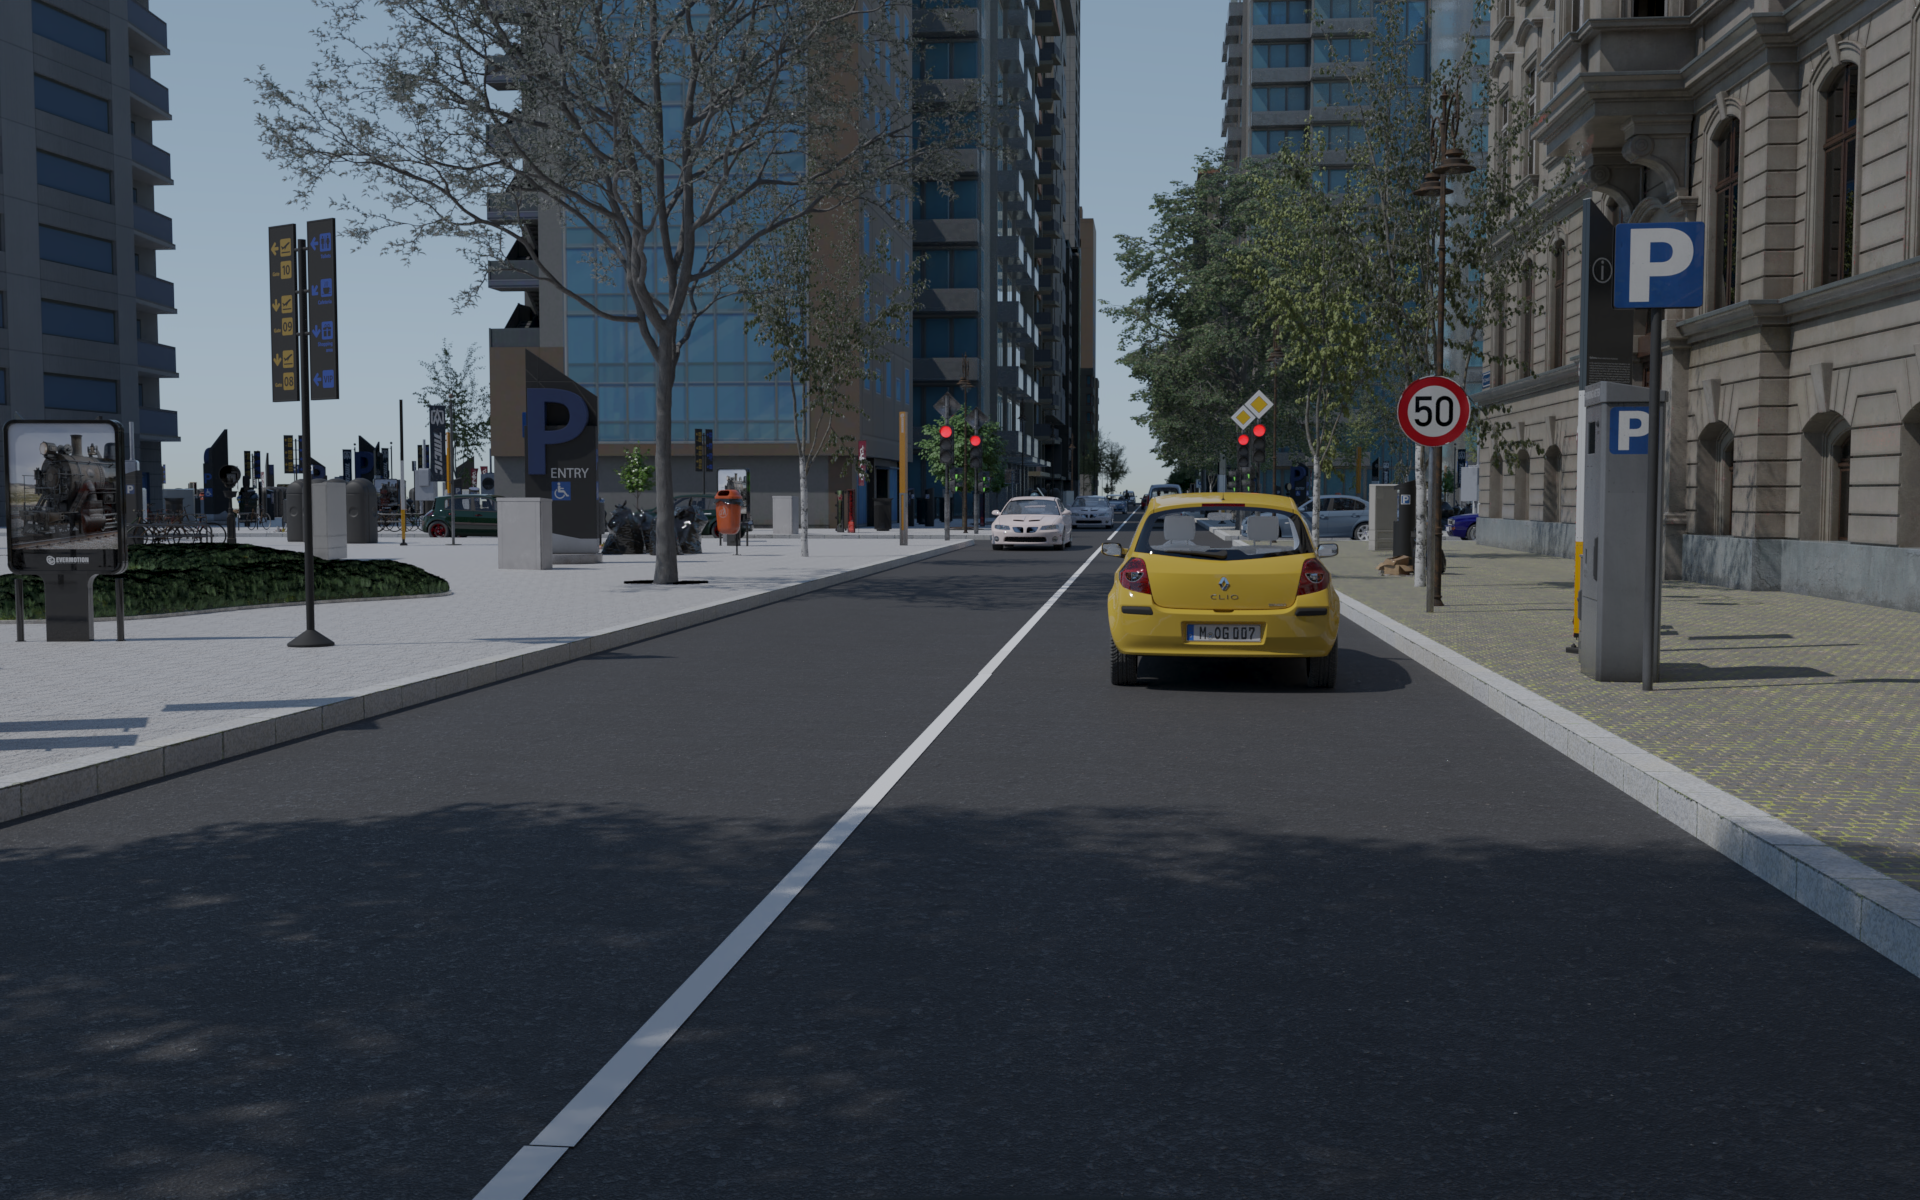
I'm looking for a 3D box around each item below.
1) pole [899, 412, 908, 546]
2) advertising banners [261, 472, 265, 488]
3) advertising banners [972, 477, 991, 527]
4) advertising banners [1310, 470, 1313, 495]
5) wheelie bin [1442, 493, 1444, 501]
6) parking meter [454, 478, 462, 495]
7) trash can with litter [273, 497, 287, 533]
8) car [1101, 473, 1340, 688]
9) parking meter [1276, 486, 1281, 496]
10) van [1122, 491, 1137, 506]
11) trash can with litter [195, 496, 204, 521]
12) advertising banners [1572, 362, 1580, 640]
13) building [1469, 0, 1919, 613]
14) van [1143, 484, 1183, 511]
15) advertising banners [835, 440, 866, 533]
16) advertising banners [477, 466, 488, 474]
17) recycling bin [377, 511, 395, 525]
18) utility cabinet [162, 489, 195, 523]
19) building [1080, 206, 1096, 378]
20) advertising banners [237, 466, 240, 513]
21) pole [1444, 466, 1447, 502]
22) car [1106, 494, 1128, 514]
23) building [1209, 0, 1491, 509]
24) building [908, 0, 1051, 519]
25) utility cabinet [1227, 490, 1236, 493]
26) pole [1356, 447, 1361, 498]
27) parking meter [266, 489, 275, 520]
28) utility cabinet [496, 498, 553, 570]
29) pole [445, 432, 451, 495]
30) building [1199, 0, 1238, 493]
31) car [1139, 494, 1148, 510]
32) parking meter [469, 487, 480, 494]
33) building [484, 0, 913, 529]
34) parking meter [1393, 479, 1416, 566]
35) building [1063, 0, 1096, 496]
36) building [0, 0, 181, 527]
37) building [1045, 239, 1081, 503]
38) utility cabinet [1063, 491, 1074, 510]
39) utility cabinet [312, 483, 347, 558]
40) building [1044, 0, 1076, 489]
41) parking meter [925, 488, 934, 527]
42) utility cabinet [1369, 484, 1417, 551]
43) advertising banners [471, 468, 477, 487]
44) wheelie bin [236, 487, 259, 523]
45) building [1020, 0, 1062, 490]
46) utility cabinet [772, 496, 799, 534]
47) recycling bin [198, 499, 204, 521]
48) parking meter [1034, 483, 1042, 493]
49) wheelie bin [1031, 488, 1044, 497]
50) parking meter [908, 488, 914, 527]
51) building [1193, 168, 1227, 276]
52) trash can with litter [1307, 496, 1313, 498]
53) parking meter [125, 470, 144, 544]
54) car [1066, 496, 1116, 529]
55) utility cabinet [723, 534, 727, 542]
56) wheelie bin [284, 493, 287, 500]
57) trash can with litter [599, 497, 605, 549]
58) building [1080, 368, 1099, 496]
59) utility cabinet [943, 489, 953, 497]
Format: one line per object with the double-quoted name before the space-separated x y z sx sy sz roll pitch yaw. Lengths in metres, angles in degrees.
"pole" -1.401 -3.009 43.044 0.158 3.312 0.155 0 3 0
"advertising banners" -53.720 -8.454 134.415 2.074 3.025 0.090 3 5 42
"advertising banners" 0.877 -4.401 68.145 0.090 3.025 2.074 -1 4 -20
"advertising banners" 25.295 -7.808 123.848 0.090 3.025 2.074 0 4 -3
"wheelie bin" 28.467 -5.850 103.555 0.980 1.594 0.693 -2 4 -32
"parking meter" -17.992 -3.432 61.830 0.399 1.863 0.255 -3 5 -42
"trash can with litter" -22.210 -2.905 58.553 2.233 1.210 1.678 -1 4 -15
"car" 2.148 -0.251 14.320 2.015 1.641 3.980 0 4 8
"parking meter" 21.403 -6.781 116.579 0.399 1.863 0.255 -1 4 -13
"van" 19.903 -12.079 204.510 2.013 2.044 4.112 0 4 4
"trash can with litter" -34.691 -4.169 79.221 2.233 1.210 1.678 1 4 9
"advertising banners" 5.596 -1.189 15.623 0.090 3.025 2.074 1 4 20
"building" 16.415 -12.656 26.005 14.460 24.649 34.723 0 4 6
"van" 8.782 -4.091 73.907 2.013 2.044 4.112 1 4 8
"advertising banners" -3.593 -3.722 57.048 0.090 3.025 2.074 -2 4 -32
"advertising banners" -28.832 -6.815 107.617 2.074 3.025 0.090 1 4 9
"recycling bin" -24.214 -3.691 72.903 0.722 1.027 0.722 -2 4 -30
"utility cabinet" -32.281 -3.847 71.578 1.173 1.500 0.318 -1 4 -15
"building" 14.278 -38.108 273.181 14.600 45.320 14.200 0 4 6
"advertising banners" -45.038 -6.855 108.264 0.090 3.025 2.074 -1 4 -15
"pole" 34.765 -7.963 124.032 0.158 3.312 0.155 0 3 0
"car" 11.196 -6.943 125.526 2.014 1.417 4.499 0 4 8
"building" 34.759 -32.742 154.944 23.786 49.044 30.456 0 4 6
"building" -6.999 -29.473 101.484 23.786 49.044 30.456 0 4 6
"utility cabinet" 14.268 -4.898 88.762 1.173 1.500 0.318 2 4 34
"pole" 17.128 -4.932 74.475 0.158 3.312 0.155 0 3 0
"parking meter" -33.836 -4.683 84.975 0.372 1.533 0.369 0 3 0
"utility cabinet" -7.414 -1.123 29.530 1.020 1.237 0.306 2 4 31
"pole" -16.808 -3.869 57.098 0.158 3.312 0.155 0 3 0
"building" 37.465 -53.314 184.359 22.319 86.520 31.000 0 4 6
"car" 17.635 -9.225 159.873 2.155 1.783 4.494 0 4 7
"parking meter" -17.062 -3.209 60.877 0.372 1.533 0.369 0 3 0
"building" -9.743 -25.669 69.796 14.600 45.320 14.200 0 4 6
"parking meter" 7.685 -1.317 29.952 0.372 1.533 0.369 0 3 0
"building" 7.433 -48.199 226.299 20.563 71.187 20.611 0 4 6
"building" -50.763 -32.507 73.490 28.212 58.520 21.231 0 4 6
"building" 6.259 -25.909 195.309 14.160 30.474 14.107 0 4 6
"utility cabinet" 7.621 -6.935 122.062 0.318 1.500 1.173 2 4 30
"utility cabinet" -12.245 -1.525 33.605 0.318 1.500 1.173 0 4 -3
"building" -3.274 -35.800 174.573 28.713 52.752 27.495 0 4 6
"parking meter" -1.206 -3.672 68.450 0.372 1.533 0.369 0 3 0
"utility cabinet" 9.802 -1.851 38.942 1.173 1.500 0.318 -1 4 -15
"advertising banners" -33.372 -7.346 116.294 2.074 3.025 0.090 -1 4 -12
"wheelie bin" -31.827 -4.257 77.503 0.693 1.594 0.980 3 4 38
"building" -2.917 -30.083 146.479 22.147 44.769 28.867 0 4 6
"utility cabinet" -5.595 -2.720 55.637 0.306 1.237 1.020 -3 5 -43
"recycling bin" -35.125 -4.189 81.047 0.722 1.027 0.722 1 4 16
"parking meter" 4.162 -5.336 92.951 0.399 1.863 0.255 2 4 28
"wheelie bin" 4.004 -4.982 89.370 0.693 1.594 0.980 0 4 8
"parking meter" -1.994 -3.681 68.598 0.372 1.533 0.369 0 3 0
"building" 41.885 -35.056 227.789 22.147 44.769 28.867 0 4 6
"trash can with litter" 17.890 -4.687 88.024 0.624 1.170 1.055 2 4 25
"parking meter" -20.371 -2.261 42.673 0.399 1.863 0.255 0 4 8
"car" 5.521 -3.705 72.931 2.083 1.381 4.827 0 4 7
"utility cabinet" -6.289 -2.184 46.867 0.306 1.237 1.020 0 4 -8
"wheelie bin" -28.096 -3.992 73.175 0.980 1.594 0.693 1 4 22
"trash can with litter" -8.384 -1.828 40.938 1.678 1.210 2.233 0 4 -7
"building" 6.052 -24.962 253.172 27.650 21.520 28.899 0 4 6
"utility cabinet" -0.559 -4.357 79.919 0.318 1.500 1.173 0 4 8
